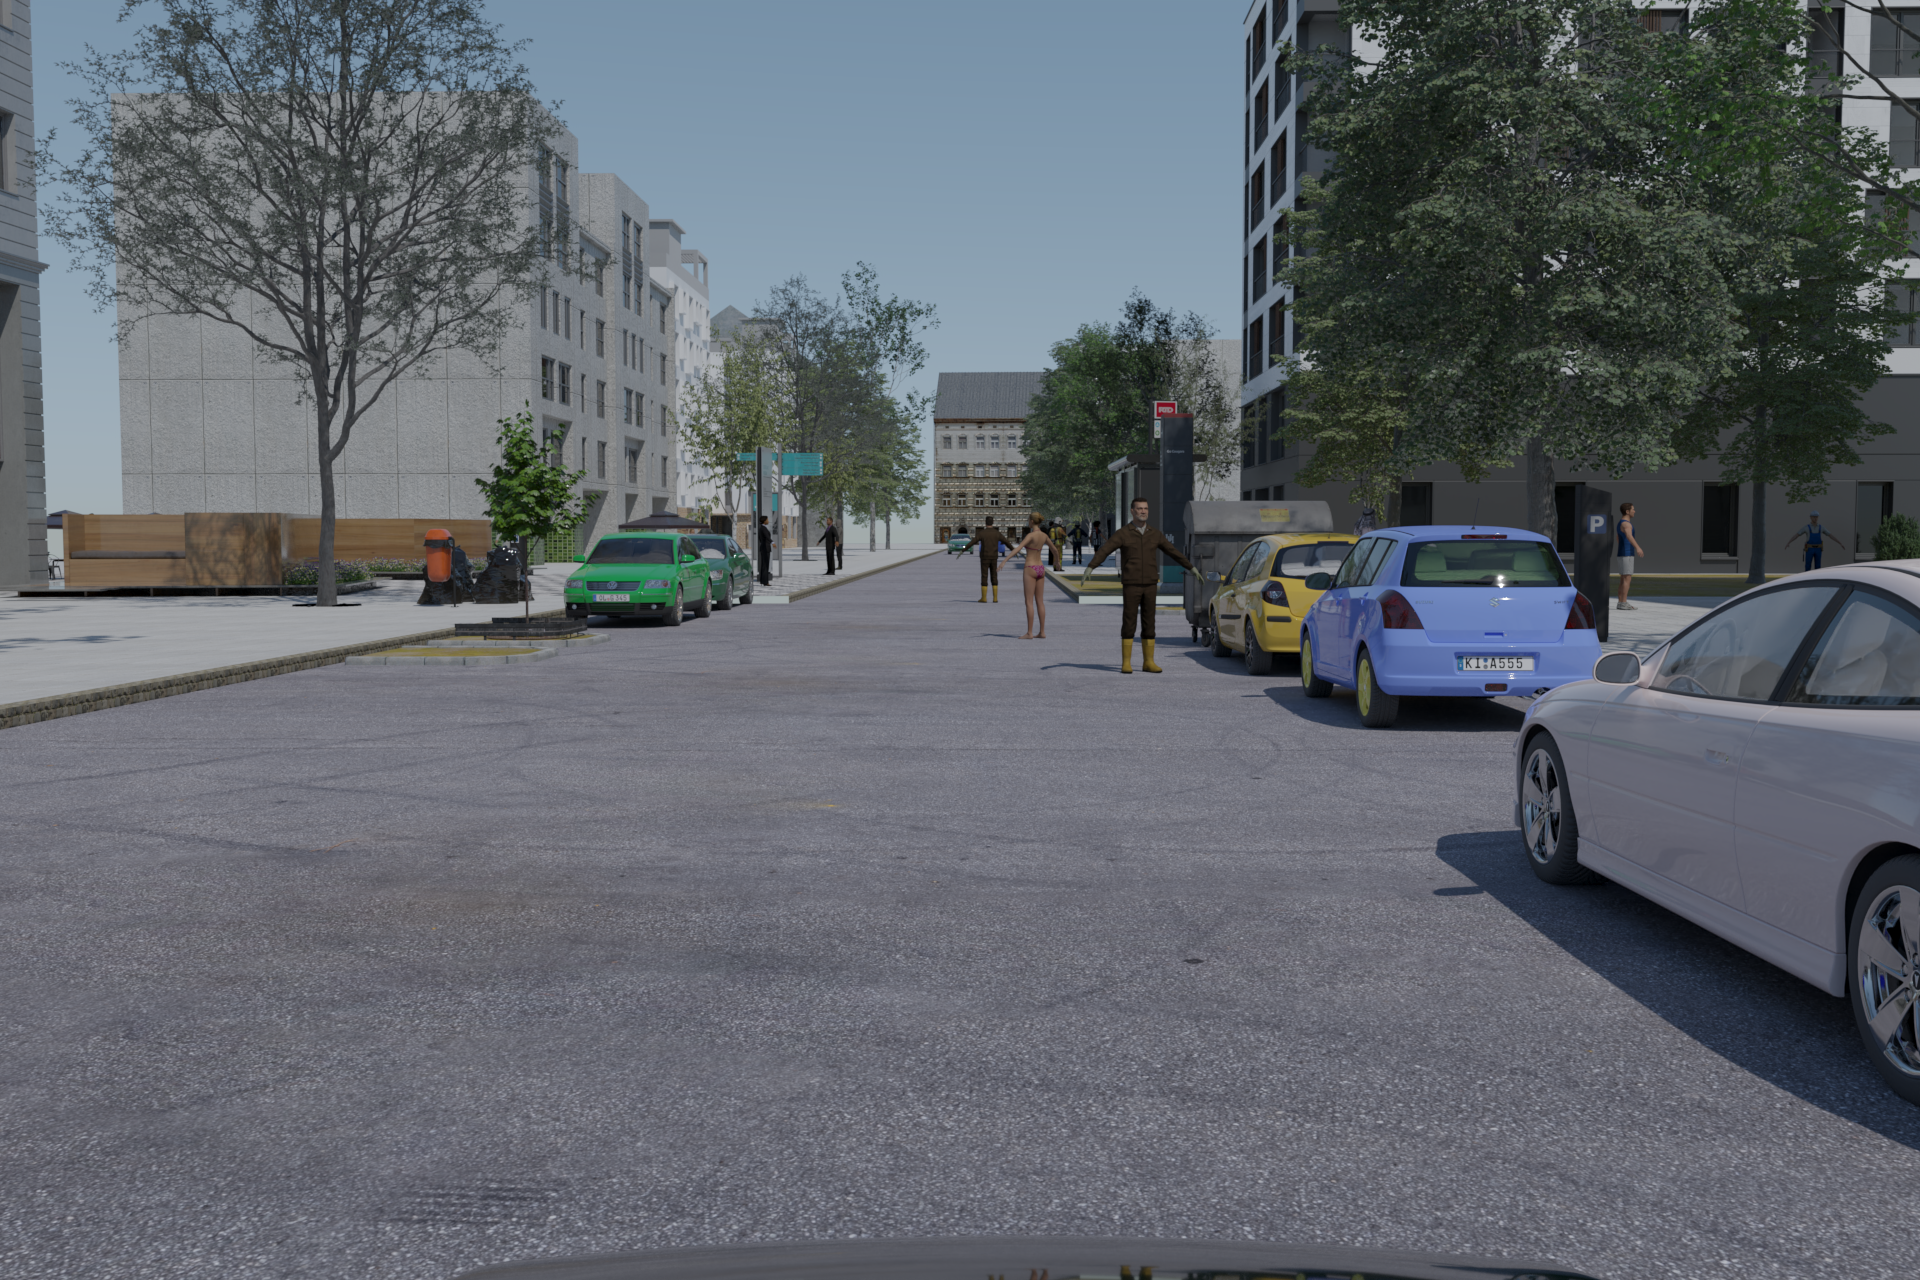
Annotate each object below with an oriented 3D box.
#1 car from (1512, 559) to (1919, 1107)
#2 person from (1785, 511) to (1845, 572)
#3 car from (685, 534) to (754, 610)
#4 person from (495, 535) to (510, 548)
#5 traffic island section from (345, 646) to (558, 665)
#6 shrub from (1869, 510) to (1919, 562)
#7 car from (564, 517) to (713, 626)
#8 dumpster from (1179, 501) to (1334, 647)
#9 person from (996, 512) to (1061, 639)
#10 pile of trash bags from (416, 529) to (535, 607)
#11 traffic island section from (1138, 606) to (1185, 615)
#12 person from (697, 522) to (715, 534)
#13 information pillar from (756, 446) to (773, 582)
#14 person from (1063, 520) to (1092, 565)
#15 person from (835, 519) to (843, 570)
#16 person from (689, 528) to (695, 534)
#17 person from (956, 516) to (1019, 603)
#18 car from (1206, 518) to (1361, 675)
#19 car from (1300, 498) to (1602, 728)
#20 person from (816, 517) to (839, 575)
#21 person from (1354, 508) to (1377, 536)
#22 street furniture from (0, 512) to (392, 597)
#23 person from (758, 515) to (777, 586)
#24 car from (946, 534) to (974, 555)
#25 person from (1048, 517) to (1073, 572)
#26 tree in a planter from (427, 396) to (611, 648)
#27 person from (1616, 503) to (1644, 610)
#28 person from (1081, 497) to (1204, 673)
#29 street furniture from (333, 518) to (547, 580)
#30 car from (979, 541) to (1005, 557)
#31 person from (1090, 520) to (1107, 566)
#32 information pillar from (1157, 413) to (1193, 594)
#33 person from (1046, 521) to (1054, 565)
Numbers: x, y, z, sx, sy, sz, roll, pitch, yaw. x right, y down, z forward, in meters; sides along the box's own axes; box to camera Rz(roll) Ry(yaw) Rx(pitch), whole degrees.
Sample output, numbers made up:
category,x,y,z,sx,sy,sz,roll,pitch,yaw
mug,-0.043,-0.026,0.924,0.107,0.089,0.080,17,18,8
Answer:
category,x,y,z,sx,sy,sz,roll,pitch,yaw
car,3.300,0.410,5.660,2.083,1.381,4.827,0,4,0
person,20.593,-2.196,41.767,1.347,1.847,0.705,1,4,11
car,-5.192,-1.364,34.103,2.131,1.459,4.920,0,4,1
person,-18.022,-3.844,69.039,0.705,1.806,1.347,2,4,35
traffic island section,-5.720,0.182,19.886,1.991,0.108,1.994,0,4,1
shrub,29.296,-3.034,54.021,1.690,2.028,1.600,0,3,0
car,-5.203,-1.195,28.336,1.959,1.807,4.718,0,4,1
dumpster,3.817,-0.867,22.387,1.865,1.857,1.264,0,4,0
person,0.965,-0.885,23.724,1.217,1.733,0.721,-3,5,-44
pile of trash bags,-9.065,-1.346,31.763,1.912,1.369,3.447,0,4,1
traffic island section,4.206,-0.528,31.505,1.991,0.108,1.994,0,4,2
person,-10.259,-3.904,70.100,1.348,1.796,0.705,0,4,7
information pillar,-5.330,-3.419,47.212,0.184,3.620,1.656,0,4,3
person,4.942,-4.115,73.058,1.354,1.856,0.705,-1,4,-9
person,-4.362,-3.420,62.050,0.705,1.813,1.348,0,4,2
person,-7.186,-2.288,46.682,0.991,1.433,0.599,-2,4,-31
person,0.599,-1.683,36.116,1.346,1.812,0.704,-1,4,-15
car,3.782,-0.537,19.004,2.015,1.641,3.980,0,4,0
car,3.846,-0.275,14.091,1.945,1.707,3.694,0,4,1
person,-4.061,-2.914,53.861,0.704,1.802,1.346,-2,4,-32
person,7.236,-1.476,30.841,0.551,1.740,0.621,3,5,45
street furniture,-15.701,-1.968,39.033,9.812,1.723,11.010,-1,4,-10
person,-4.718,-2.192,42.567,0.721,1.740,1.216,-1,4,-21
car,0.053,-6.780,122.647,2.131,1.459,4.920,0,4,1
person,3.368,-3.262,59.098,0.705,1.858,1.354,-2,4,-34
tree in a planter,-5.691,-1.556,22.661,1.991,3.239,1.994,0,4,2
person,11.295,-1.415,29.306,0.704,1.807,1.345,1,4,9
person,1.859,-0.567,17.860,1.346,1.812,0.704,-1,4,-15
street furniture,-16.625,-2.669,50.492,11.010,1.723,9.812,1,4,10
car,2.079,-6.242,111.655,1.945,1.707,3.694,0,4,1
person,5.508,-3.860,69.252,0.704,1.843,1.345,-2,4,-28
information pillar,4.674,-2.941,37.465,0.750,3.857,0.750,0,3,0
person,3.772,-3.958,70.896,0.705,1.806,1.347,-1,4,-21
